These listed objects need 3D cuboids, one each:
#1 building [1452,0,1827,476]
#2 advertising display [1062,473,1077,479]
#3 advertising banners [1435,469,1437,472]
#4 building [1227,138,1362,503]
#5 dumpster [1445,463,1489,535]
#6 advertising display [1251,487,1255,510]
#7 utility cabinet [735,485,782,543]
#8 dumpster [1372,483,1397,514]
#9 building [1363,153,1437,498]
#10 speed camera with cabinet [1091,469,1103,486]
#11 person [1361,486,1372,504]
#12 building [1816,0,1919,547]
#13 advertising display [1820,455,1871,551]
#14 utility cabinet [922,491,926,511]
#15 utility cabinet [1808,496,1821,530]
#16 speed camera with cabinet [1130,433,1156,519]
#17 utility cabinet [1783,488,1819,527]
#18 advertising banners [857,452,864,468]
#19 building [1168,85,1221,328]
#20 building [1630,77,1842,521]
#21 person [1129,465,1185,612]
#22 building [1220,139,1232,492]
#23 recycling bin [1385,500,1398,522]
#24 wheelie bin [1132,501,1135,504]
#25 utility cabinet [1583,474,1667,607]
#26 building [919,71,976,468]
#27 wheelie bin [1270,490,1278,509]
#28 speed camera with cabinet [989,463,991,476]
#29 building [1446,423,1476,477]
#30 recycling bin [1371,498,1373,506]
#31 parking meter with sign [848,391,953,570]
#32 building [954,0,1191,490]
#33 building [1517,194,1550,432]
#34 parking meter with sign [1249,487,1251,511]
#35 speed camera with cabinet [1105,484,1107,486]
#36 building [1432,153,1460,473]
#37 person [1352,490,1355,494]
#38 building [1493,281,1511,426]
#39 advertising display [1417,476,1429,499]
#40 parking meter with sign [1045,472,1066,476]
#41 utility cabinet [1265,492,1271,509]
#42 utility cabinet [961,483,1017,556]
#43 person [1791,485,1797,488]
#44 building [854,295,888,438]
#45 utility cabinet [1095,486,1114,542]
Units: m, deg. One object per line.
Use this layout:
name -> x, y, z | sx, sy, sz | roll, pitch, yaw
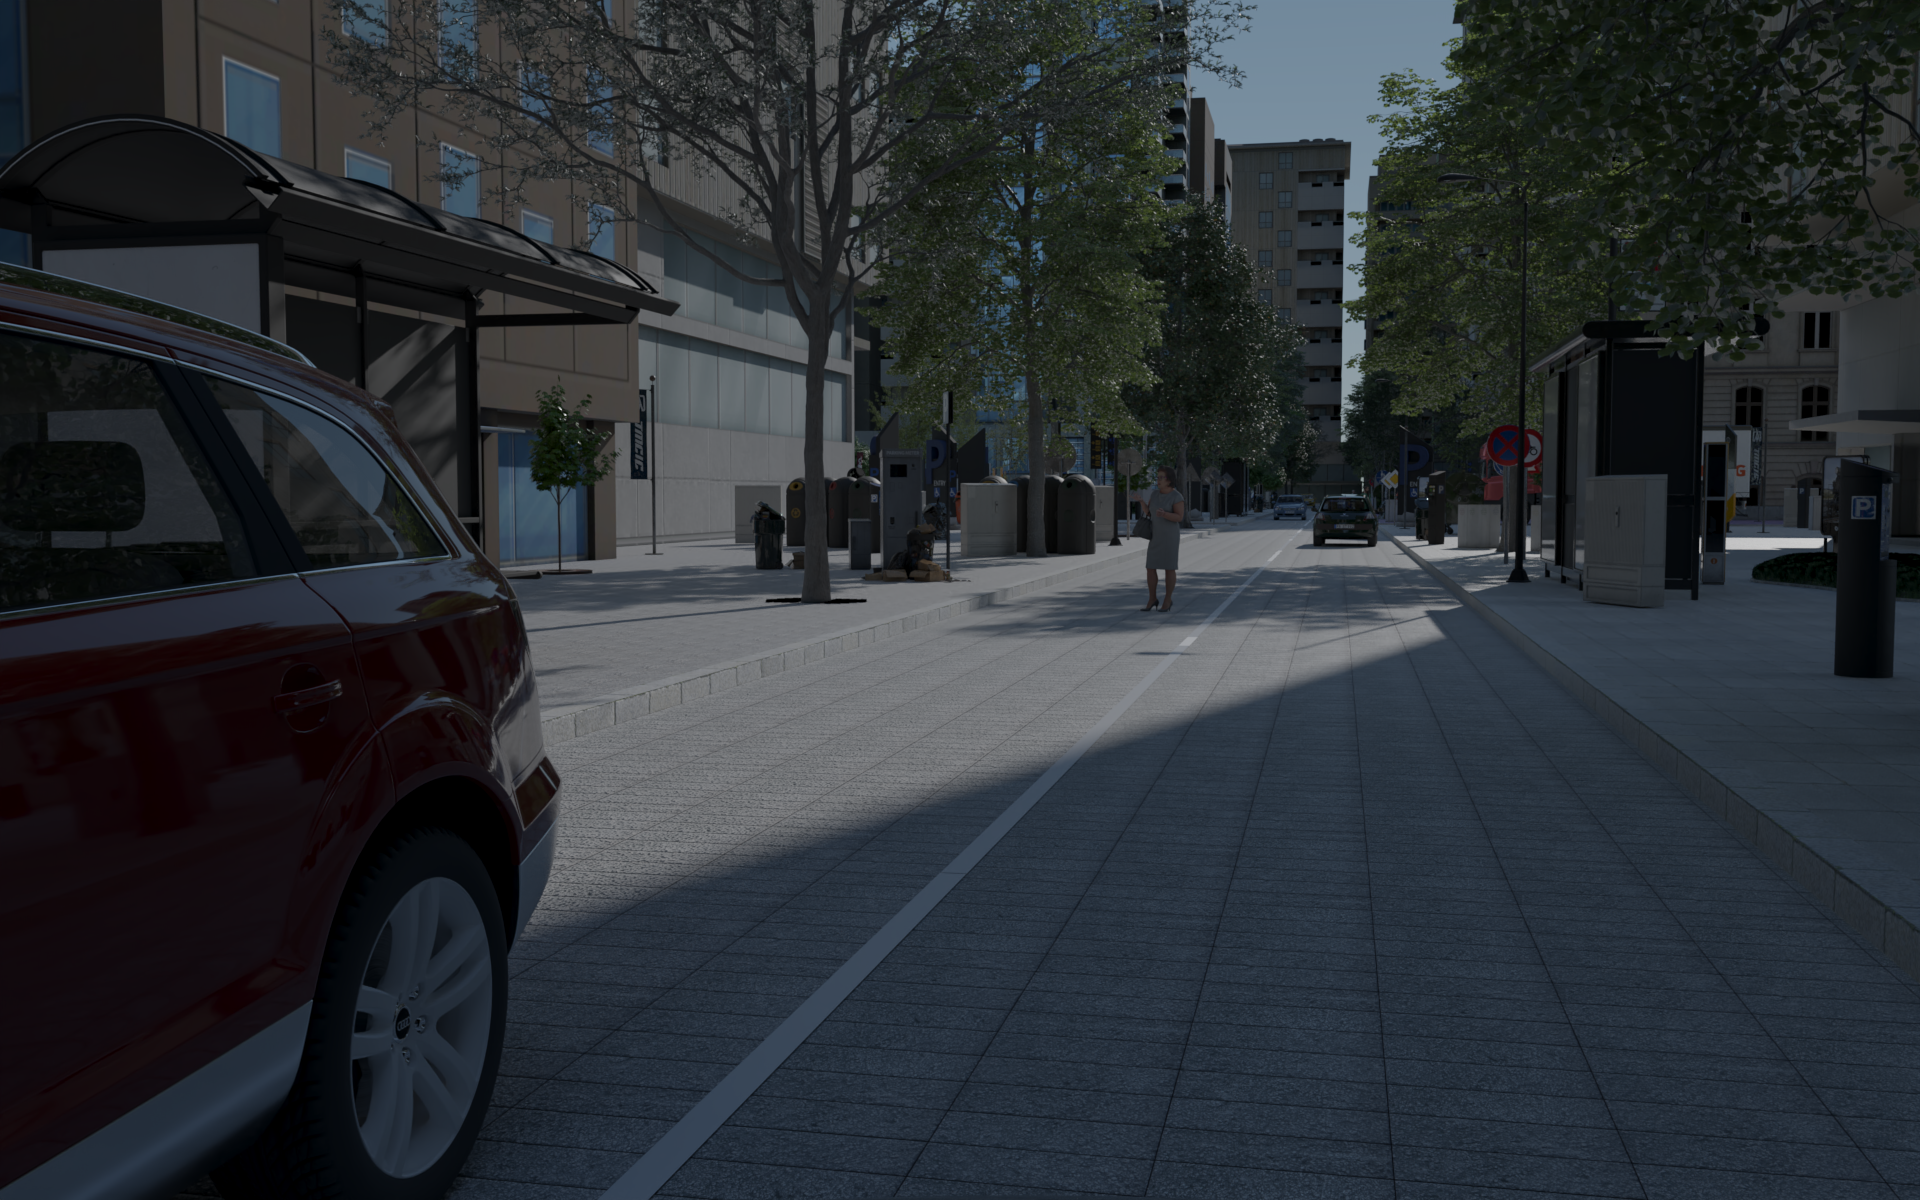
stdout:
building -> 61.891, -35.128, 163.582 | 28.713, 52.752, 27.495 | 1, 4, 12
advertising display -> 3.265, -2.986, 54.040 | 0.974, 1.923, 0.123 | -3, 4, -36
advertising banners -> 33.838, -7.820, 124.047 | 0.090, 3.025, 2.074 | 0, 4, -1
building -> 45.754, -40.835, 256.892 | 27.495, 52.752, 28.713 | 1, 4, 12
dumpster -> 16.089, -3.240, 55.462 | 1.502, 2.255, 1.985 | 1, 4, 12
advertising display -> 23.275, -8.099, 137.637 | 0.123, 1.923, 0.974 | 0, 4, -4
utility cabinet -> -5.162, -2.184, 44.388 | 1.173, 1.500, 0.318 | 0, 4, -1
dumpster -> 26.911, -6.556, 109.687 | 1.502, 2.255, 1.985 | 1, 4, 12
building -> 68.854, -38.168, 247.745 | 21.600, 48.544, 21.300 | 1, 4, 12
speed camera with cabinet -> 8.175, -6.756, 104.800 | 0.660, 3.252, 2.038 | 1, 4, 8
person -> 18.418, -4.272, 78.588 | 0.600, 1.795, 0.529 | -2, 4, -28
building -> 33.895, -27.265, 35.014 | 28.713, 52.752, 27.495 | 1, 4, 12
advertising display -> 14.670, -1.438, 28.728 | 0.123, 1.923, 0.974 | -1, 4, -13
utility cabinet -> -2.885, -7.150, 125.586 | 0.318, 1.500, 1.173 | 2, 4, 29
utility cabinet -> 30.593, -3.065, 61.278 | 1.020, 1.237, 0.306 | 0, 4, -3
speed camera with cabinet -> 6.031, -3.735, 55.401 | 0.660, 3.252, 2.038 | 2, 4, 31
utility cabinet -> 32.116, -3.515, 66.150 | 1.173, 1.500, 0.318 | 2, 4, 24
advertising banners -> -4.512, -4.587, 71.180 | 0.090, 3.025, 2.074 | 2, 4, 29
building -> 20.785, -33.225, 193.337 | 14.600, 45.320, 14.200 | 1, 4, 12
building -> 47.916, -16.362, 86.610 | 34.723, 24.649, 14.460 | 1, 4, 12
person -> 2.358, -0.748, 21.091 | 0.716, 1.782, 0.532 | 3, 5, 45
building -> 26.056, -34.576, 215.430 | 14.200, 45.320, 14.600 | 1, 4, 12
recycling bin -> 19.959, -4.092, 79.456 | 0.722, 1.027, 0.722 | 2, 4, 28
wheelie bin -> 15.432, -8.977, 154.684 | 0.693, 1.594, 0.980 | -2, 4, -31
utility cabinet -> 7.631, -0.688, 19.936 | 0.318, 1.500, 1.173 | -1, 4, -12
building -> 4.079, -38.105, 212.251 | 27.495, 52.752, 28.713 | 1, 4, 12
wheelie bin -> 26.887, -8.592, 148.395 | 0.693, 1.594, 0.980 | 0, 4, 3
speed camera with cabinet -> 1.675, -7.134, 110.976 | 0.660, 3.252, 2.038 | 0, 4, -5
building -> 63.387, -45.831, 187.592 | 20.563, 71.187, 20.611 | 1, 4, 12
recycling bin -> 29.376, -6.775, 123.331 | 0.722, 1.027, 0.722 | 2, 4, 28
parking meter with sign -> -1.016, -2.029, 29.432 | 1.738, 3.016, 0.543 | -1, 4, -10
building -> 12.466, -52.485, 170.800 | 22.319, 86.520, 31.000 | 1, 4, 12
building -> 39.132, -15.659, 105.173 | 9.793, 20.994, 18.267 | 1, 4, 12
parking meter with sign -> 22.197, -8.418, 133.893 | 0.543, 3.016, 1.738 | 0, 4, -1
speed camera with cabinet -> 11.947, -9.068, 142.602 | 0.660, 3.252, 2.038 | -1, 4, -13
building -> 63.537, -31.963, 206.193 | 14.154, 41.232, 14.086 | 1, 4, 12
person -> 32.451, -8.206, 143.154 | 0.515, 1.767, 0.782 | 2, 4, 24
building -> 47.751, -19.052, 130.588 | 14.460, 24.649, 34.723 | 1, 4, 12
advertising display -> 17.036, -3.519, 62.742 | 0.974, 1.923, 0.123 | -1, 4, -8
parking meter with sign -> 8.173, -9.489, 151.400 | 1.738, 3.016, 0.543 | 1, 4, 20
utility cabinet -> 27.026, -8.761, 151.919 | 0.318, 1.500, 1.173 | 1, 4, 19
utility cabinet -> 0.600, -1.652, 35.692 | 1.173, 1.500, 0.318 | -2, 4, -29
person -> 33.008, -3.664, 68.646 | 0.529, 1.795, 0.600 | 0, 4, 6
building -> -20.590, -36.522, 220.843 | 21.600, 48.544, 21.300 | 1, 4, 12
utility cabinet -> 3.565, -2.271, 45.812 | 1.173, 1.500, 0.318 | -3, 4, -37
